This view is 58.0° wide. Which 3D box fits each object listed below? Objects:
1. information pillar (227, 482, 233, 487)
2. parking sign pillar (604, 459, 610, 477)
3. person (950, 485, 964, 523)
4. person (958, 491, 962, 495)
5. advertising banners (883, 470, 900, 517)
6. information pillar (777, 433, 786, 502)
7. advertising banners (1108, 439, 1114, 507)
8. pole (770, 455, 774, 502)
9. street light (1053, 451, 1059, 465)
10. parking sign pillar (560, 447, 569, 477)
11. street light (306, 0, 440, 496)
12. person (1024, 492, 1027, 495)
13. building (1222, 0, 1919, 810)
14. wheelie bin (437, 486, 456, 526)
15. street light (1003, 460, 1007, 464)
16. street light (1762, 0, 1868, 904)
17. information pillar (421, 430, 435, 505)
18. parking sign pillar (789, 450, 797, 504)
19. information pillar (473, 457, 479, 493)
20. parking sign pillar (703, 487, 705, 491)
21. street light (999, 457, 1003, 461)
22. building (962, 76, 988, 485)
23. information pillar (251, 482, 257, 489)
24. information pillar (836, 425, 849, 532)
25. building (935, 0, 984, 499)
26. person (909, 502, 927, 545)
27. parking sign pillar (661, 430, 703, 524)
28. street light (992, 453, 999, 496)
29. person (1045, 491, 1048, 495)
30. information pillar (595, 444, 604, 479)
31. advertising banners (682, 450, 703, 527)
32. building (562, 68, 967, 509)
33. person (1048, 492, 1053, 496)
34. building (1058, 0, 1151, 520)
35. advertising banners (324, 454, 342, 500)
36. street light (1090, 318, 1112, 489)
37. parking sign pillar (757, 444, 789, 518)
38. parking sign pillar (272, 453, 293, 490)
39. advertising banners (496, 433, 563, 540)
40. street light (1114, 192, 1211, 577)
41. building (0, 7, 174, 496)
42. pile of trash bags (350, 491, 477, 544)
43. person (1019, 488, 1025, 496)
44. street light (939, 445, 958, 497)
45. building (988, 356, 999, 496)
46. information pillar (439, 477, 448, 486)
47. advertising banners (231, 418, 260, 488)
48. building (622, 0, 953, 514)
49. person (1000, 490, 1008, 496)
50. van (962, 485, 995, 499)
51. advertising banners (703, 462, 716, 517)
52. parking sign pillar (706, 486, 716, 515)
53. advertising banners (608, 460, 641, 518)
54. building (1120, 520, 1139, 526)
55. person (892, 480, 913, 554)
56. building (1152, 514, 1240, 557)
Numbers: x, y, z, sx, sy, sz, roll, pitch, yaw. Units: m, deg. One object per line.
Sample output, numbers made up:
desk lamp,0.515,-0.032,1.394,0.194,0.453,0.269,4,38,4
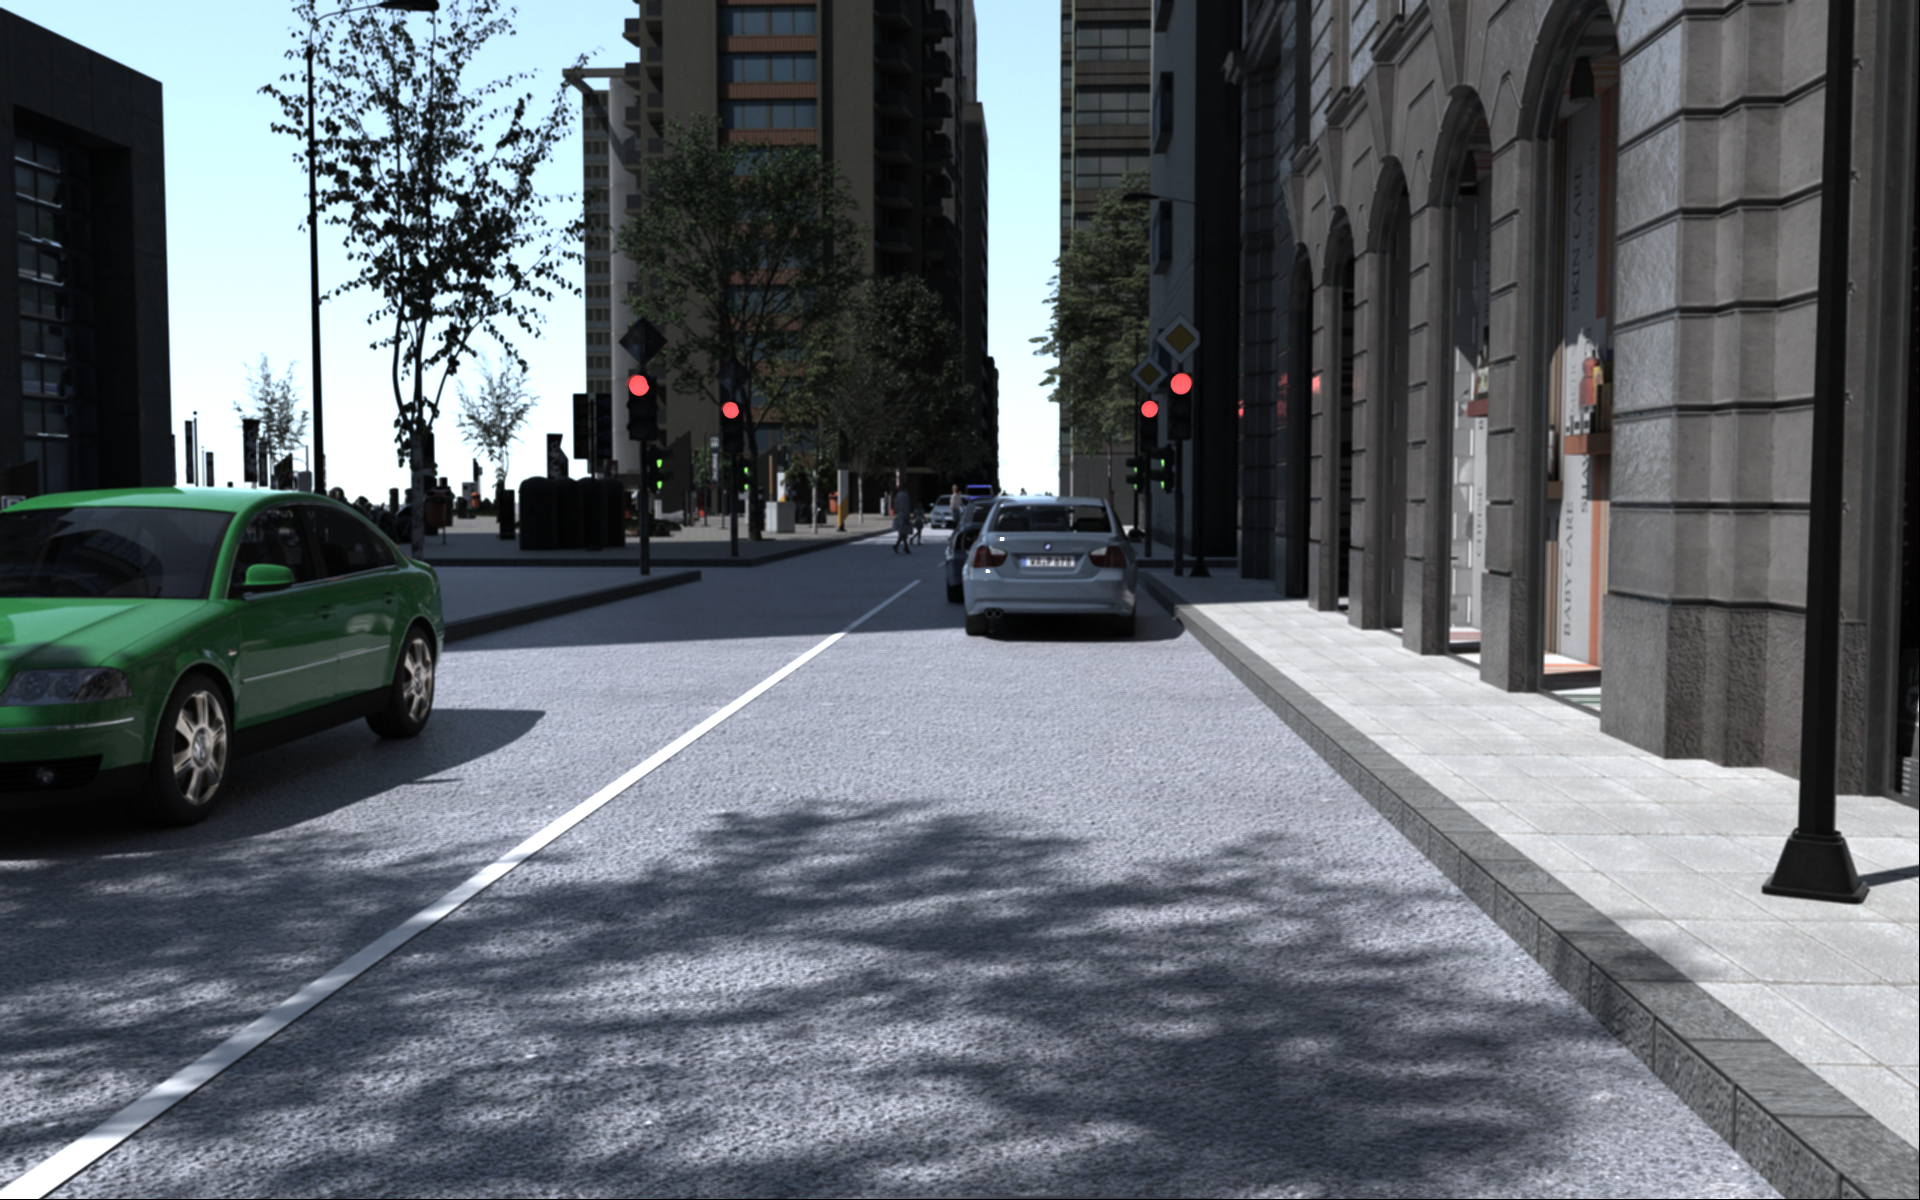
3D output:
information pillar,-43.103,-5.983,102.321,0.304,2.012,0.304,-2,4,-29
parking sign pillar,-22.670,-7.488,110.904,1.447,3.967,1.447,0,4,-3
person,0.012,-3.013,58.437,0.598,1.740,0.731,1,4,18
person,-0.017,-6.043,109.105,0.330,1.601,0.589,0,4,7
advertising banners,-3.890,-6.288,98.988,0.090,3.025,2.074,-2,4,-28
information pillar,-6.841,-4.590,66.401,0.183,3.616,0.504,-3,5,-41
advertising banners,4.762,-3.578,54.681,0.090,3.025,2.074,0,4,2
pole,-9.936,-5.970,91.447,0.158,3.312,0.155,0,3,0
street light,11.061,-13.060,186.074,1.470,5.913,1.316,0,4,3
parking sign pillar,-20.712,-6.183,89.557,1.447,3.967,1.447,-3,5,-39
street light,-5.551,-2.679,16.338,1.470,5.913,1.316,0,4,3
person,8.371,-12.767,217.963,0.721,1.743,1.217,2,4,24
building,9.606,-10.561,14.480,13.314,21.916,24.055,0,4,3
wheelie bin,-20.409,-3.709,68.544,0.980,1.594,0.693,-3,5,-42
street light,5.385,-16.205,237.493,1.470,5.913,1.316,0,4,3
street light,2.221,-2.013,5.449,1.470,5.913,1.316,0,4,3
information pillar,-17.143,-3.938,55.747,0.183,3.616,0.504,3,5,43
parking sign pillar,-10.116,-6.999,102.912,1.447,3.967,1.447,-2,4,-27
information pillar,-30.926,-7.297,110.660,0.183,3.616,0.504,1,4,21
parking sign pillar,-13.089,-5.730,82.165,1.447,3.967,1.447,0,4,7
street light,4.271,-14.908,216.282,1.470,5.913,1.316,0,4,3
building,-7.652,-35.593,205.648,21.300,48.544,21.600,0,4,3
information pillar,-27.370,-4.634,67.124,0.183,3.616,0.504,-2,4,-35
information pillar,-4.009,-4.156,59.301,0.183,3.616,0.504,2,4,35
building,-5.675,-49.976,255.357,20.563,71.187,20.611,0,4,3
person,-1.165,-2.160,48.824,0.505,1.210,0.382,-3,5,-44
parking sign pillar,-12.029,-5.213,73.711,1.447,3.967,1.447,1,4,13
street light,3.316,-13.608,195.030,1.470,5.913,1.316,0,4,3
person,12.615,-14.985,253.139,1.348,1.869,0.705,-3,4,-36
information pillar,-14.203,-4.705,68.281,0.183,3.616,0.504,2,4,24
advertising banners,-10.655,-4.429,68.604,0.090,3.025,2.074,0,4,8
building,-15.715,-28.120,151.640,32.217,40.220,23.993,0,4,3
person,12.090,-13.613,231.601,0.617,1.759,0.750,1,4,16
building,12.918,-25.612,102.353,14.154,41.232,14.086,0,4,3
advertising banners,-27.328,-4.837,75.278,0.090,3.025,2.074,-3,5,-42
street light,4.124,-4.481,45.807,1.470,5.913,1.316,0,4,3
parking sign pillar,-10.232,-6.359,92.449,1.447,3.967,1.447,1,4,19
parking sign pillar,-43.808,-7.557,112.030,1.447,3.967,1.447,2,4,32
advertising banners,-12.247,-3.255,49.403,2.074,3.025,0.090,-3,5,-39
street light,3.193,-3.319,26.807,1.470,5.913,1.316,0,4,3
building,-28.490,-42.927,14.528,31.000,86.520,22.319,0,4,3
pile of trash bags,-14.596,-2.163,45.113,3.447,1.369,1.912,2,4,32
person,3.671,-5.778,103.236,0.850,1.792,0.678,1,4,10
street light,-0.750,-8.561,112.521,1.470,5.913,1.316,0,4,3
building,-8.973,-23.685,232.295,27.650,21.520,28.899,0,4,3
information pillar,-22.217,-4.282,74.504,0.304,2.012,0.304,-2,4,-32
advertising banners,-16.700,-2.646,39.451,0.090,3.025,2.074,2,4,24
building,-11.924,-28.763,124.906,22.147,44.769,28.867,0,4,3
person,4.079,-9.181,158.595,1.348,1.826,0.705,1,4,20
van,1.289,-6.881,116.895,2.240,2.365,5.245,0,4,2
advertising banners,-14.235,-6.057,95.213,2.074,3.025,0.090,1,4,21
parking sign pillar,-15.570,-7.135,105.135,1.447,3.967,1.447,1,4,17
advertising banners,-17.215,-5.722,89.737,2.074,3.025,0.090,-2,4,-28
building,11.905,-23.974,75.566,14.154,41.232,14.086,0,4,3
person,-1.406,-2.006,41.658,0.624,1.780,0.694,-1,4,-23
building,15.721,-25.700,43.896,21.600,48.544,21.300,0,4,3
